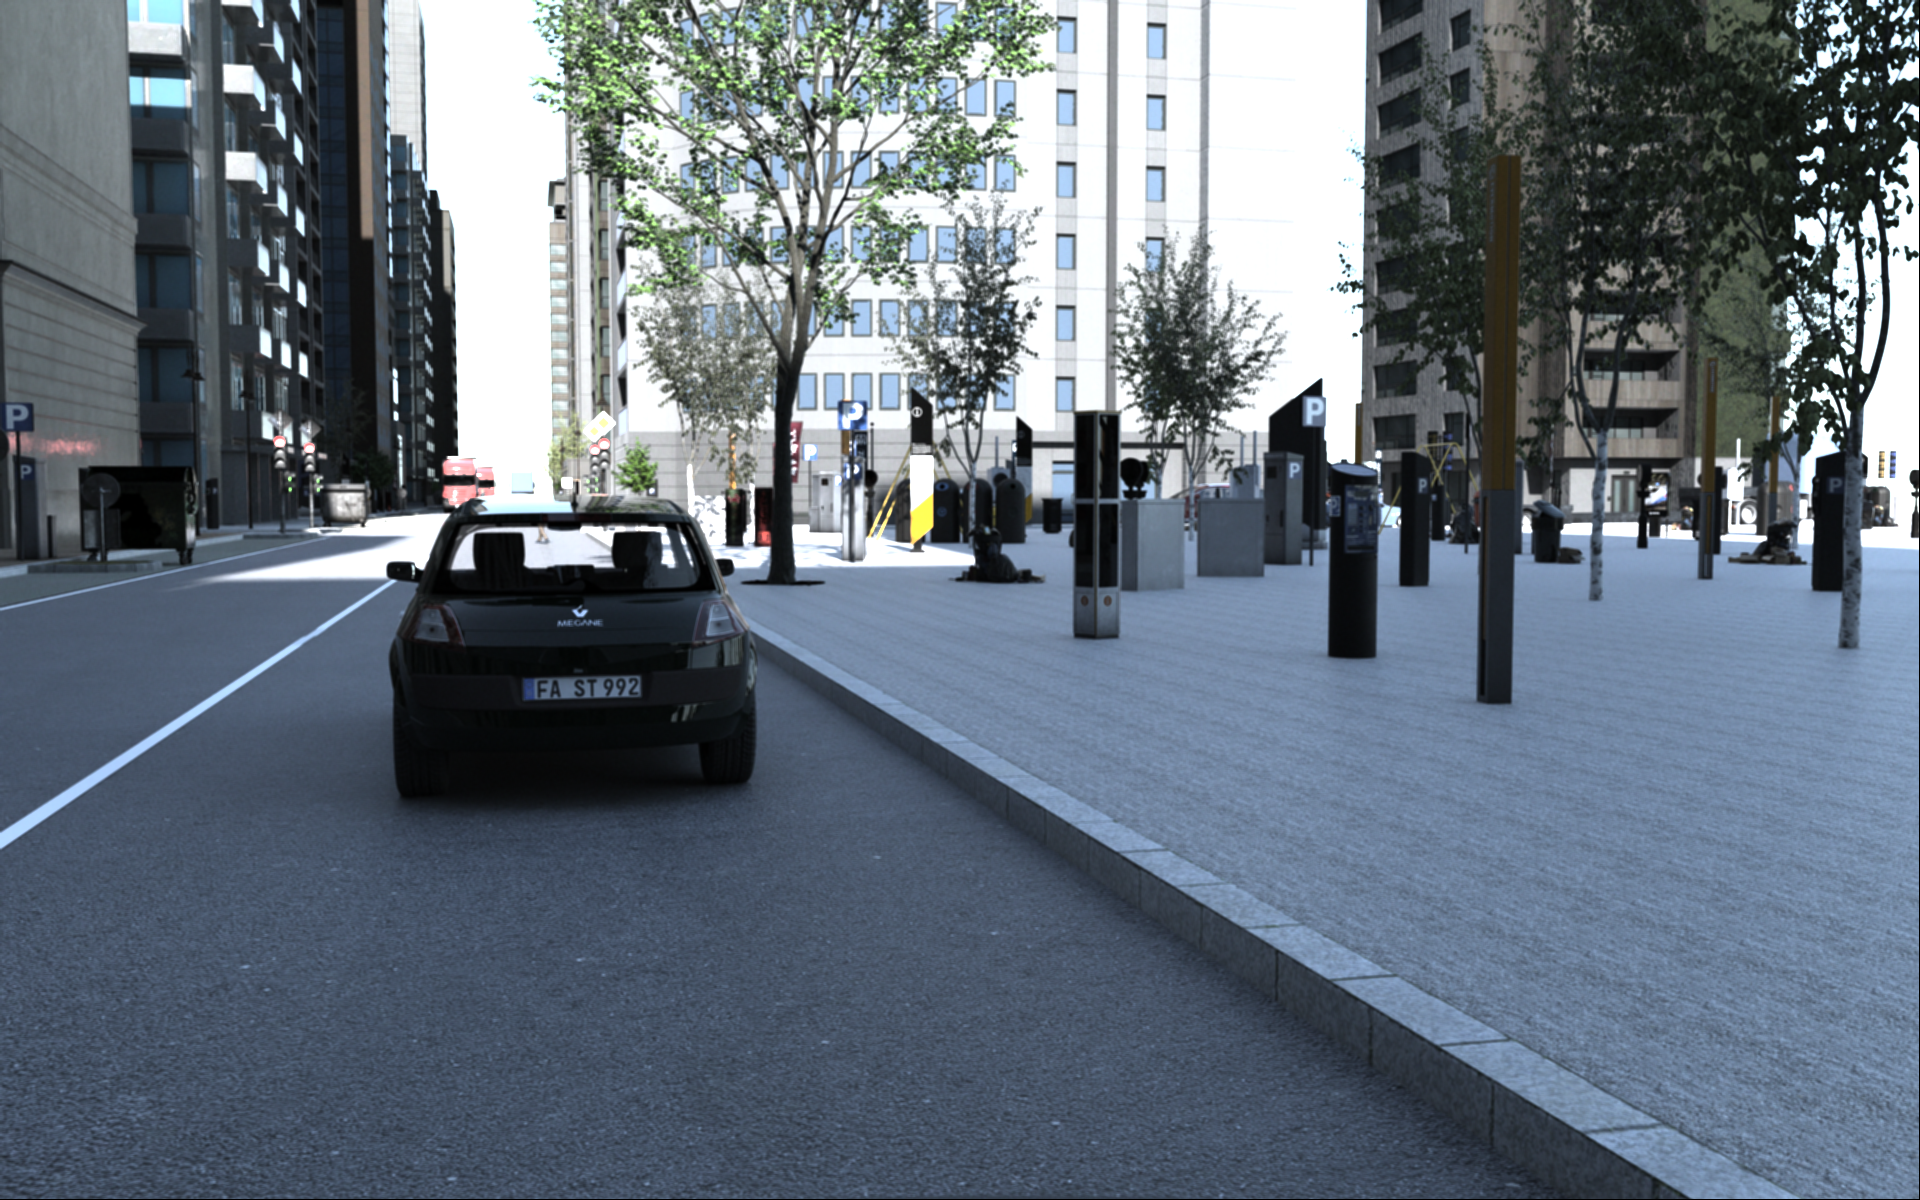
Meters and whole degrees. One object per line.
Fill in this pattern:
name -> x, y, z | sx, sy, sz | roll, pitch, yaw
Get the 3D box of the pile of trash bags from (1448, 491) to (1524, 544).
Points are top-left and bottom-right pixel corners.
pile of trash bags -> 13.518, -2.132, 44.616 | 1.912, 1.369, 3.447 | 1, 4, 19

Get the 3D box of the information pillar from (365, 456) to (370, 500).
information pillar -> -36.863, -7.117, 107.712 | 0.183, 3.616, 0.504 | -3, 5, -40

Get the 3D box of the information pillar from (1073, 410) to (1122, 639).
information pillar -> 1.218, -0.668, 15.412 | 0.304, 2.012, 0.304 | -3, 4, -39

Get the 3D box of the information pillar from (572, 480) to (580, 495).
information pillar -> -20.049, -5.257, 90.442 | 0.304, 2.012, 0.304 | -3, 5, -42

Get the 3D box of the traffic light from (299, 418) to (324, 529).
traffic light -> -24.012, -4.599, 64.119 | 0.839, 4.253, 0.868 | -1, 4, -14

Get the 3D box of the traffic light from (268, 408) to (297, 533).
traffic light -> -22.065, -4.126, 56.374 | 0.839, 4.253, 0.868 | -1, 4, -14

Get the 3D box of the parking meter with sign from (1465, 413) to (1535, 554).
parking meter with sign -> 11.725, -2.497, 37.085 | 1.738, 3.016, 0.543 | 1, 4, 19

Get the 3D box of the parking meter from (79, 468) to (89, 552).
parking meter -> -19.417, -2.015, 38.652 | 0.399, 1.863, 0.255 | 2, 4, 27

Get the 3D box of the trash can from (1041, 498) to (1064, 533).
trash can -> 3.018, -2.751, 56.630 | 0.748, 1.137, 0.748 | 0, 3, 0

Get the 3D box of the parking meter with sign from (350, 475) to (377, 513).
parking meter with sign -> -41.005, -7.508, 119.019 | 1.738, 3.016, 0.543 | -1, 4, -18

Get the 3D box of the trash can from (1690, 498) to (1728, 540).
trash can -> 20.615, -2.221, 47.962 | 0.748, 1.137, 0.748 | 0, 3, 0

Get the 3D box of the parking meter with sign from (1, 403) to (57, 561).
parking meter with sign -> -18.164, -2.302, 33.896 | 0.543, 3.016, 1.738 | -1, 4, -13

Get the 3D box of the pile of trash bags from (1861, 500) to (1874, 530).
pile of trash bags -> 31.886, -3.224, 62.471 | 1.912, 1.369, 3.447 | 2, 4, 31

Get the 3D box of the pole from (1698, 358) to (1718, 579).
pole -> 11.250, -1.970, 26.046 | 0.158, 3.312, 0.155 | 0, 3, 0

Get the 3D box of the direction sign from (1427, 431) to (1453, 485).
direction sign -> 17.268, -4.303, 62.358 | 0.876, 3.537, 0.379 | 0, 4, 7

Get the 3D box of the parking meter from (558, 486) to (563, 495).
parking meter -> -30.689, -7.807, 133.356 | 0.399, 1.863, 0.255 | 0, 4, -4

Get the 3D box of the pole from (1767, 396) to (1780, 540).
pole -> 17.028, -2.595, 36.268 | 0.158, 3.312, 0.155 | 0, 3, 0

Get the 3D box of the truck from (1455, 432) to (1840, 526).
truck -> 29.866, -5.093, 73.027 | 18.799, 4.110, 2.967 | -1, 4, -15

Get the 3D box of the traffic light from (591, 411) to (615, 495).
traffic light -> -12.116, -4.279, 58.883 | 0.839, 4.253, 0.868 | -1, 4, -14

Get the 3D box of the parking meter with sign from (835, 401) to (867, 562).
parking meter with sign -> -2.024, -2.264, 33.275 | 0.543, 3.016, 1.738 | 0, 4, -1

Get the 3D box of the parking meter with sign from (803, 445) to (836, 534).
parking meter with sign -> -4.215, -3.685, 56.509 | 1.738, 3.016, 0.543 | 3, 4, 37

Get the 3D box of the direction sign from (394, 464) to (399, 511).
direction sign -> -42.654, -8.500, 130.967 | 0.379, 3.537, 0.876 | -2, 4, -26

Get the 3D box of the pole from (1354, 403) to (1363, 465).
pole -> 8.888, -2.744, 38.704 | 0.158, 3.312, 0.155 | 0, 3, 0

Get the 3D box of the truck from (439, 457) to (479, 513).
truck -> -38.067, -8.754, 132.040 | 2.839, 4.237, 11.283 | -1, 4, -15

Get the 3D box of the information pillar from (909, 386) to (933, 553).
information pillar -> -0.843, -2.831, 37.639 | 0.504, 3.616, 0.183 | 0, 4, 4

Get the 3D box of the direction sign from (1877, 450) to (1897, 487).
direction sign -> 47.896, -5.965, 89.524 | 0.876, 3.537, 0.379 | 1, 4, 14

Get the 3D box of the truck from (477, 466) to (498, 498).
truck -> -48.307, -11.387, 175.083 | 2.839, 4.237, 11.283 | -1, 4, -16

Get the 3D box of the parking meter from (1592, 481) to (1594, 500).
parking meter -> 24.585, -3.732, 66.722 | 0.399, 1.863, 0.255 | 0, 4, -5

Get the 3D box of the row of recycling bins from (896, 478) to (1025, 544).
row of recycling bins -> -0.001, -2.355, 45.614 | 3.534, 1.692, 1.069 | 1, 4, 13

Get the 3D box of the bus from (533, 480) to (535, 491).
bus -> -67.919, -17.070, 270.648 | 2.896, 3.916, 12.252 | -1, 4, -15

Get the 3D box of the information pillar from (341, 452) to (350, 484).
information pillar -> -34.387, -6.457, 96.923 | 0.183, 3.616, 0.504 | 2, 4, 32

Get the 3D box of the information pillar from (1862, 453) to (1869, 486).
information pillar -> 47.416, -6.094, 90.990 | 0.504, 3.616, 0.183 | 1, 4, 18

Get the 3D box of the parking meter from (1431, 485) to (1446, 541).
parking meter -> 13.204, -2.408, 47.784 | 0.372, 1.533, 0.369 | 0, 3, 0

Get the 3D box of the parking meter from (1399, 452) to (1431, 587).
parking meter -> 6.350, -1.128, 24.147 | 0.399, 1.863, 0.255 | -3, 4, -37

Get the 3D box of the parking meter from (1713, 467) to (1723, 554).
parking meter -> 16.080, -1.911, 36.949 | 0.255, 1.863, 0.399 | 1, 4, 13

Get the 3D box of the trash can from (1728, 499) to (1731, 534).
trash can -> 23.399, -2.555, 53.427 | 0.748, 1.137, 0.748 | 0, 3, 0

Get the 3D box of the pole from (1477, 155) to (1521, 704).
pole -> 3.289, -1.023, 10.567 | 0.158, 3.312, 0.155 | 0, 3, 0

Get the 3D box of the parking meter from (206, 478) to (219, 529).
parking meter -> -27.268, -3.513, 63.150 | 0.255, 1.863, 0.399 | 1, 4, 19

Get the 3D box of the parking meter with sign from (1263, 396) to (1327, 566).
parking meter with sign -> 5.909, -2.162, 31.607 | 0.543, 3.016, 1.738 | -2, 4, -27

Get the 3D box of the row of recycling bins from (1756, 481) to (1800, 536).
row of recycling bins -> 25.452, -2.866, 53.965 | 1.069, 1.692, 3.534 | 2, 4, 33

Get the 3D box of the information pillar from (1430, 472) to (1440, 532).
information pillar -> 15.912, -3.282, 58.153 | 0.304, 2.012, 0.304 | 0, 4, 5

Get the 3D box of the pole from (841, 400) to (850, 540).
pole -> -2.472, -2.671, 37.520 | 0.158, 3.312, 0.155 | 0, 3, 0

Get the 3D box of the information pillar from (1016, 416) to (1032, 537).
information pillar -> 1.907, -3.696, 51.792 | 0.504, 3.616, 0.183 | 1, 4, 12

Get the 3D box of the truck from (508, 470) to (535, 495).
truck -> -46.621, -11.938, 184.941 | 2.967, 4.110, 18.799 | -1, 4, -15

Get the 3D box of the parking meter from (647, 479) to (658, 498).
parking meter -> -11.918, -3.753, 67.079 | 0.399, 1.863, 0.255 | 0, 4, 0

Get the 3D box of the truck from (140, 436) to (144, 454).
truck -> -32.502, -4.187, 57.377 | 11.283, 4.237, 2.839 | -1, 4, -12

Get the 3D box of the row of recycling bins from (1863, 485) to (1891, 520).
row of recycling bins -> 44.184, -4.721, 84.295 | 1.069, 1.692, 3.534 | 0, 4, 3

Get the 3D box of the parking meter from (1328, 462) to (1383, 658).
parking meter -> 3.100, -0.320, 13.647 | 0.372, 1.533, 0.369 | 0, 3, 0

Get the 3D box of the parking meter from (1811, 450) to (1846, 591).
parking meter -> 11.494, -1.051, 22.895 | 0.399, 1.863, 0.255 | 0, 4, 6

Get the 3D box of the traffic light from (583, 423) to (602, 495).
traffic light -> -14.064, -4.753, 66.628 | 0.839, 4.253, 0.868 | -1, 4, -14

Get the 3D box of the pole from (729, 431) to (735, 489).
pole -> -7.344, -3.794, 55.881 | 0.158, 3.312, 0.155 | 0, 3, 0
